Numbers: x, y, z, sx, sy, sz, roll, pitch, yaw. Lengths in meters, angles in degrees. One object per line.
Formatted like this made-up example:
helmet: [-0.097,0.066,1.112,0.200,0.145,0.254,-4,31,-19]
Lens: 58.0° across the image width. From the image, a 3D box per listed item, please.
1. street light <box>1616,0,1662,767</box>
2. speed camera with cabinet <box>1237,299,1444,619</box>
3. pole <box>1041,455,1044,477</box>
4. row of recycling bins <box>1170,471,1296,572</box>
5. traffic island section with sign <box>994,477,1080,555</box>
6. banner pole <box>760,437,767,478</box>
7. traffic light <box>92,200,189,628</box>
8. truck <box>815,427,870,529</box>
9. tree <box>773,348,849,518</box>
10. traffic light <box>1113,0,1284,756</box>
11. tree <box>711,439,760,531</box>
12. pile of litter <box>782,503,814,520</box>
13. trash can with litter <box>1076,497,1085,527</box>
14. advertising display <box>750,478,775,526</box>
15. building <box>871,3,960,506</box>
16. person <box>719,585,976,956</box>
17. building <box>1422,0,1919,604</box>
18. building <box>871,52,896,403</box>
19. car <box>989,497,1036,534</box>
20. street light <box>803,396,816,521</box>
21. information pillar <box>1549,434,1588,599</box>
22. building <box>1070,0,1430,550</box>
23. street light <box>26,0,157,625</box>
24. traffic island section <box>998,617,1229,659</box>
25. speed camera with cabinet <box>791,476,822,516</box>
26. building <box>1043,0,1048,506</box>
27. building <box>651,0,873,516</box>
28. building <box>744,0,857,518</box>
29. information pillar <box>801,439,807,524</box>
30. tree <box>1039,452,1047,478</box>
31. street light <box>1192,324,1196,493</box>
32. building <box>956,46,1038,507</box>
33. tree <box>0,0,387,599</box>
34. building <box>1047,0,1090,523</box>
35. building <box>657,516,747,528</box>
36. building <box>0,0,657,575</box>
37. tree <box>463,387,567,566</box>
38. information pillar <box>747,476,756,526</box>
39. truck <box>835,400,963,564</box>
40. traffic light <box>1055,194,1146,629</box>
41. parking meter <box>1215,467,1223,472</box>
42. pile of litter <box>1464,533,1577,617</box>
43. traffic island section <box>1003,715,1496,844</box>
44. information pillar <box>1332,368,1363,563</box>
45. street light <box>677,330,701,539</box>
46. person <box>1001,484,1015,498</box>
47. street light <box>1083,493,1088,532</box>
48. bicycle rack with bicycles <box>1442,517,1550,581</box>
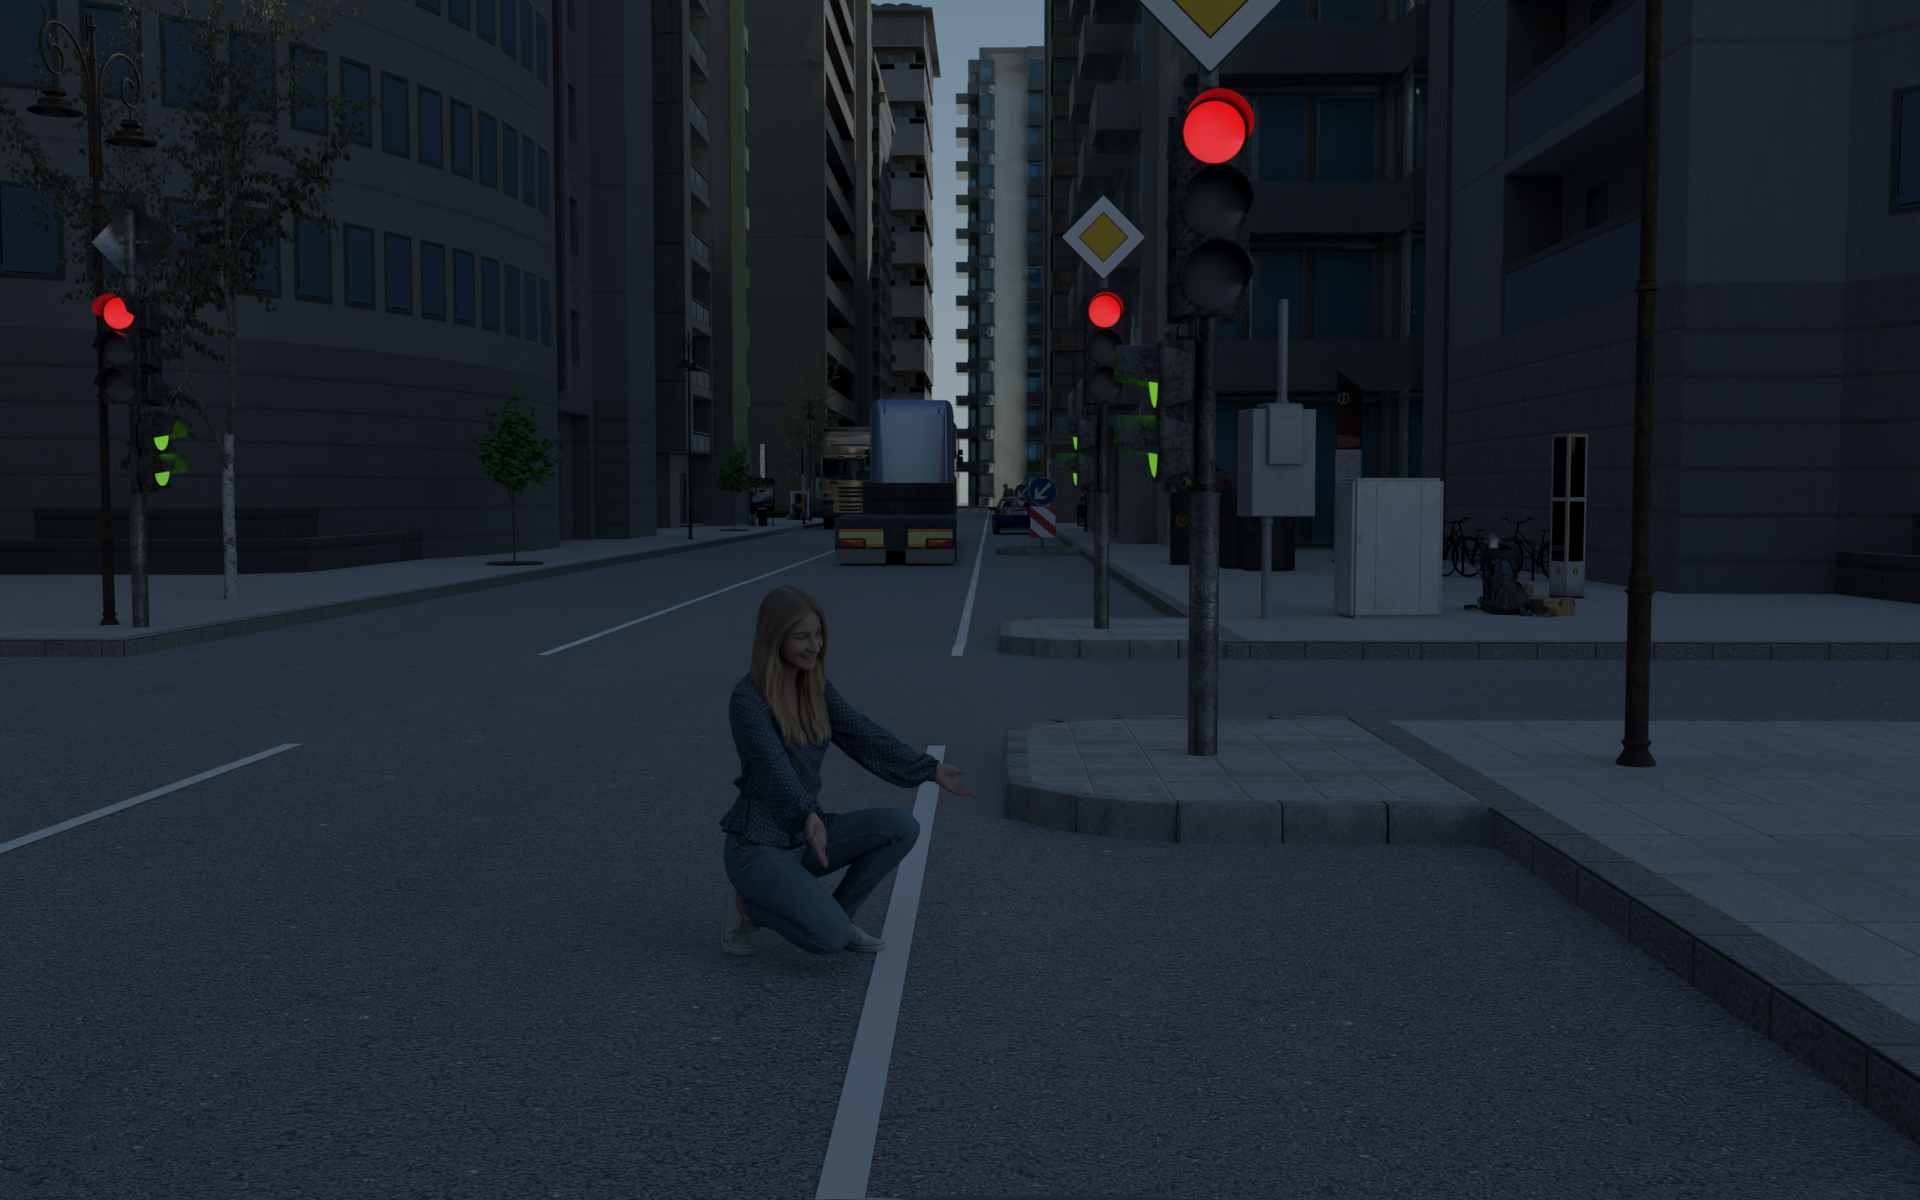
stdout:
street light: [3.204,-2.156,8.033,0.468,5.910,1.993,0,4,1]
speed camera with cabinet: [3.948,-1.447,17.990,2.038,3.252,0.660,0,4,-7]
pole: [4.348,-5.946,91.058,0.158,3.312,0.155,0,3,0]
row of recycling bins: [4.758,-1.420,30.331,1.069,1.692,3.534,-1,4,-20]
traffic island section with sign: [1.849,-2.006,41.422,1.989,1.847,2.006,0,4,1]
banner pole: [-8.611,-5.265,76.094,0.401,3.779,0.863,-2,4,-29]
traffic light: [-7.879,-1.692,16.578,0.839,4.253,0.868,0,4,1]
truck: [-4.460,-5.217,74.211,2.839,4.237,11.283,0,4,-1]
tree: [-7.658,-8.429,88.172,4.737,8.622,4.395,0,3,0]
traffic light: [1.179,-1.194,8.435,0.839,4.253,0.868,0,4,1]
tree: [-7.745,-4.016,60.264,1.663,3.219,1.824,0,3,0]
pile of litter: [-8.093,-4.377,85.524,1.719,0.858,1.176,1,4,17]
trash can with litter: [4.924,-3.501,68.633,0.624,1.170,1.055,0,4,-2]
advertising display: [-7.848,-3.892,68.843,0.974,1.923,0.123,0,4,7]
building: [-14.061,-36.683,189.008,27.495,52.752,28.713,0,4,1]
person: [-0.361,0.526,5.402,0.738,1.151,1.012,3,4,38]
building: [23.298,-29.521,24.662,28.212,58.520,21.231,0,4,1]
building: [-17.901,-28.133,151.852,23.993,40.220,32.217,0,4,1]
car: [2.032,-3.076,62.875,1.945,1.354,3.894,0,4,0]
street light: [-7.077,-6.661,81.696,0.468,5.910,1.993,0,4,1]
information pillar: [7.466,-1.025,21.257,0.304,2.012,0.304,-1,4,-23]
building: [14.723,-26.387,51.028,23.786,49.044,30.456,0,4,1]
street light: [-8.352,-2.694,16.830,0.468,5.910,1.993,0,4,1]
traffic island section: [1.371,0.352,16.532,2.009,0.180,2.903,0,4,1]
speed camera with cabinet: [-7.902,-5.943,91.512,2.038,3.252,0.660,-1,4,-14]
building: [16.532,-35.632,124.581,21.231,58.520,28.212,0,4,1]
building: [-13.528,-26.693,120.021,14.154,41.232,14.086,0,4,1]
building: [-17.618,-29.258,102.063,21.300,48.544,21.600,0,4,1]
information pillar: [-6.652,-5.030,73.591,0.183,3.616,0.504,0,4,3]
tree: [6.016,-6.827,95.336,4.285,4.588,4.351,0,3,0]
street light: [3.585,-3.268,26.221,0.468,5.910,1.993,0,4,1]
building: [14.857,-34.635,185.887,30.456,49.044,23.786,0,4,1]
tree: [-9.167,-4.317,20.944,4.360,8.622,3.978,0,3,0]
building: [11.115,-18.972,81.894,14.160,30.474,14.107,0,4,1]
building: [-16.221,-23.472,67.363,14.154,41.232,14.086,0,4,1]
building: [-20.094,-30.325,37.809,21.231,58.520,28.212,0,4,1]
tree: [-7.966,-2.251,31.401,1.663,3.219,1.824,0,3,0]
information pillar: [-8.477,-4.032,70.413,0.304,2.012,0.304,-1,4,-20]
truck: [-1.334,-3.297,43.663,2.967,4.110,18.799,0,4,0]
traffic light: [1.331,-1.682,16.419,0.839,4.253,0.868,0,4,1]
parking meter: [5.346,-1.874,36.357,0.255,1.863,0.399,3,5,44]
pile of litter: [6.114,-0.300,18.877,1.176,0.858,1.719,1,4,15]
traffic island section: [1.219,0.840,8.548,2.009,0.180,2.903,0,4,1]
information pillar: [7.222,-2.502,32.262,0.504,3.616,0.183,1,4,23]
street light: [-7.663,-4.665,49.064,0.468,5.910,1.993,0,4,1]
person: [1.958,-3.776,70.043,0.655,1.846,0.447,3,4,37]
street light: [4.258,-5.243,58.516,0.468,5.910,1.993,0,4,1]
bicycle rack with bicycles: [7.418,-0.789,26.283,2.852,0.926,2.925,-1,4,-17]
